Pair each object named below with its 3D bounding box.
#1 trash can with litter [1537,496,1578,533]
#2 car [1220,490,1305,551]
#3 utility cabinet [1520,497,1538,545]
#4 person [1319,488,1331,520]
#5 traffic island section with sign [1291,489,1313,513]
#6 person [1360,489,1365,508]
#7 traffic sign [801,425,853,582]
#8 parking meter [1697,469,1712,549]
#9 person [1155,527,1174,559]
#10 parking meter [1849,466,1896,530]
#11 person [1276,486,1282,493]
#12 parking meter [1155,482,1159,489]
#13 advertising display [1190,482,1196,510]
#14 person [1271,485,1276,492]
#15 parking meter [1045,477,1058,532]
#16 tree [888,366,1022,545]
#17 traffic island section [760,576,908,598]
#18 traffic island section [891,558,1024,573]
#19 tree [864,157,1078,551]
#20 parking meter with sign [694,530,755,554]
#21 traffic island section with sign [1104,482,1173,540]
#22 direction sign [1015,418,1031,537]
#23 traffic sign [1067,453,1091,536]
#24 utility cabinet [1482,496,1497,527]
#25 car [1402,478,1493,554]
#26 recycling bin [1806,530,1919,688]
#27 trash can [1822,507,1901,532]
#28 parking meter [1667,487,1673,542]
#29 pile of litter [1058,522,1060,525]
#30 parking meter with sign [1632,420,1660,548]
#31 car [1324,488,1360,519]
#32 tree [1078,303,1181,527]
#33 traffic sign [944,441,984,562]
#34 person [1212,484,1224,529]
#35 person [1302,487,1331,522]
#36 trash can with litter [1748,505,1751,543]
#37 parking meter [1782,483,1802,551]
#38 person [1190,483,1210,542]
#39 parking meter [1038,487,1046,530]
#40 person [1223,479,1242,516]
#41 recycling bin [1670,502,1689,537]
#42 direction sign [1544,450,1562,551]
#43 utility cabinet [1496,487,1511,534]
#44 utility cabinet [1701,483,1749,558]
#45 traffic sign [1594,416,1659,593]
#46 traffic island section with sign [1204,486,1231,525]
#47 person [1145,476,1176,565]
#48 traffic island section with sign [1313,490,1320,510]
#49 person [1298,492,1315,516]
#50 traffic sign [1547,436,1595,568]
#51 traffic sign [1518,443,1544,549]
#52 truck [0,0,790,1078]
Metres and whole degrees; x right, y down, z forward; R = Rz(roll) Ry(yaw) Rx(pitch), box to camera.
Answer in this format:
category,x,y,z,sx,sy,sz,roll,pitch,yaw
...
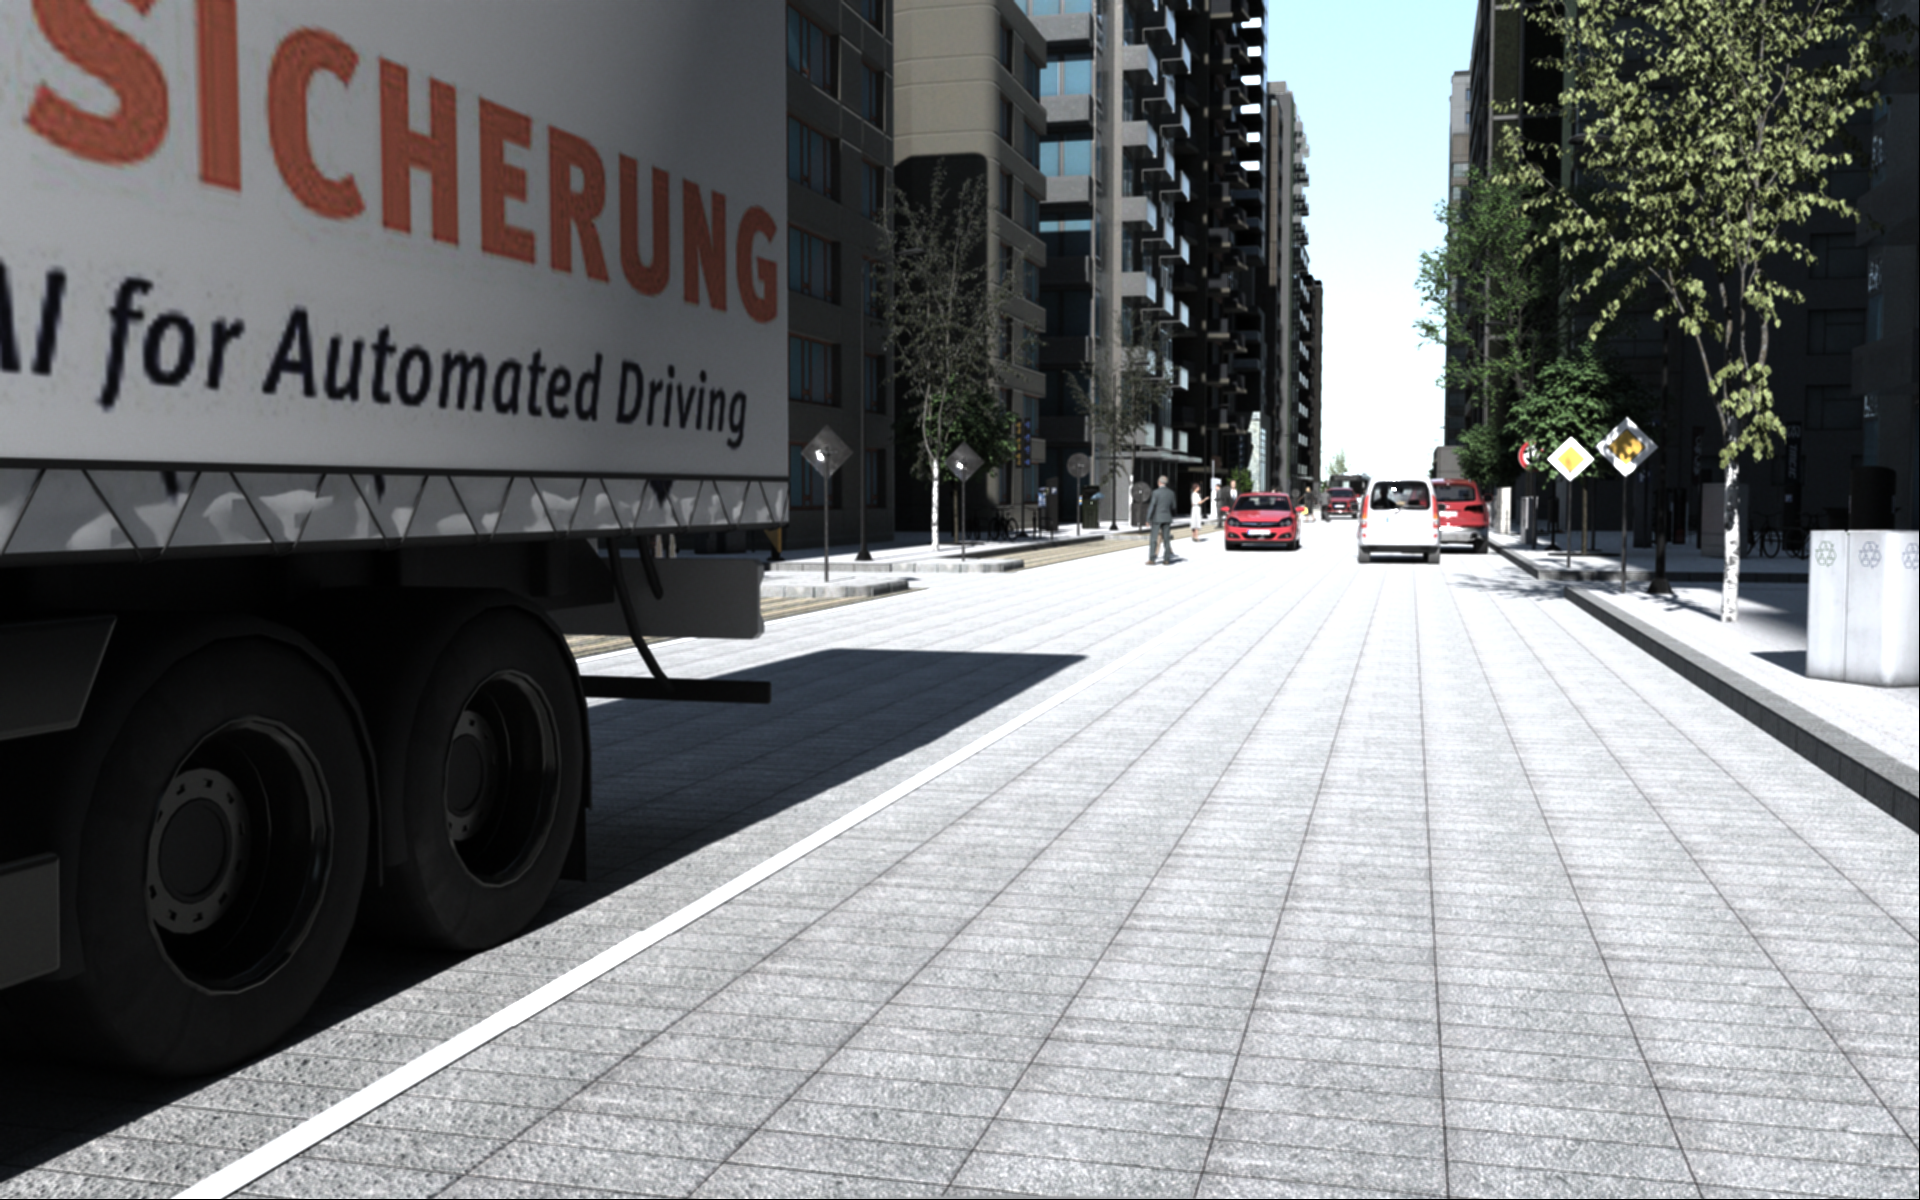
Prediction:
category,x,y,z,sx,sy,sz,roll,pitch,yaw
trash can with litter,19.497,-2.828,57.298,1.678,1.210,2.233,-1,4,-15
car,7.913,-2.209,45.149,2.155,1.783,4.494,1,4,13
utility cabinet,14.603,-2.038,44.476,0.306,1.237,1.020,1,4,11
person,19.991,-5.260,94.892,0.661,1.777,0.834,1,4,10
traffic island section with sign,25.169,-7.402,129.645,1.989,1.847,2.006,1,4,15
person,21.202,-4.961,90.610,0.512,1.701,0.522,1,4,18
traffic sign,-1.940,-1.316,25.159,0.795,2.450,0.064,1,4,15
parking meter,17.425,-2.130,40.543,0.255,1.863,0.399,1,4,16
person,4.478,-1.549,38.104,0.640,1.303,0.475,-3,5,-39
parking meter,8.335,-0.455,15.850,0.372,1.533,0.369,0,3,0
person,11.326,-3.162,61.042,0.643,1.720,0.563,3,4,38
parking meter,8.336,-4.074,72.317,0.255,1.863,0.399,3,4,36
advertising display,12.273,-5.264,91.288,0.123,1.923,0.974,0,4,-2
person,13.516,-4.019,74.389,0.511,1.800,0.466,3,5,42
parking meter,3.132,-3.266,59.110,0.399,1.863,0.255,-2,4,-27
tree,-0.135,-3.714,44.435,4.285,4.588,4.351,0,3,0
traffic island section,-1.964,-0.180,25.226,2.009,0.180,2.903,1,4,15
traffic island section,0.043,-0.653,32.956,2.009,0.180,2.903,1,4,15
tree,-0.368,-5.423,39.036,4.360,8.622,3.978,0,3,0
parking meter with sign,-5.027,-2.520,37.460,0.543,3.016,1.738,2,4,34
traffic island section with sign,5.691,-2.816,54.669,1.989,1.847,2.006,1,4,15
direction sign,1.884,-3.657,51.793,0.379,3.537,0.876,-2,4,-28
traffic sign,3.658,-3.265,53.496,0.768,2.556,0.104,1,4,19
utility cabinet,20.788,-3.461,67.747,1.020,1.237,0.306,1,4,17
car,12.077,-2.106,43.112,2.281,1.827,5.304,1,4,16
recycling bin,6.345,0.043,11.859,0.722,1.027,0.722,-1,4,-19
trash can,9.513,-0.408,18.320,0.748,1.137,0.748,0,3,0
parking meter,18.893,-2.325,46.420,0.372,1.533,0.369,0,3,0
pile of litter,3.562,-3.494,71.091,1.719,0.858,1.176,3,5,44
parking meter with sign,16.433,-2.772,41.578,0.543,3.016,1.738,1,4,19
car,22.133,-5.640,100.889,2.281,1.827,5.304,1,4,13
tree,6.388,-7.116,66.704,4.360,8.622,3.978,0,3,0
traffic sign,0.068,-1.789,32.888,0.795,2.450,0.064,1,4,15
person,10.656,-3.875,71.658,0.447,1.846,0.655,1,4,18
person,18.150,-4.865,88.260,1.509,1.804,0.699,0,4,-1
trash can with litter,20.731,-2.105,45.811,0.624,1.170,1.055,0,4,2
parking meter,18.967,-1.901,39.490,0.372,1.533,0.369,0,3,0
person,7.199,-2.635,52.146,0.524,1.755,0.480,-1,4,-16
parking meter,2.966,-3.245,61.470,0.372,1.533,0.369,0,3,0
person,7.710,-2.465,48.576,0.659,1.850,0.755,0,4,5
recycling bin,21.473,-2.420,52.114,0.722,1.027,0.722,2,4,32
direction sign,13.500,-2.895,39.330,0.379,3.537,0.876,-1,4,-11
utility cabinet,17.496,-2.882,55.799,0.318,1.500,1.173,1,4,10
utility cabinet,15.386,-1.599,34.828,0.318,1.500,1.173,0,4,-8
traffic sign,8.601,-1.148,22.410,0.795,2.450,0.064,1,4,15
traffic island section with sign,12.469,-4.412,80.761,1.989,1.847,2.006,1,4,15
person,4.041,-1.619,35.146,0.661,1.801,0.590,-2,4,-24
traffic island section with sign,31.934,-8.998,155.741,1.989,1.847,2.006,1,4,15
person,22.921,-6.478,114.425,0.705,1.824,1.348,-3,5,-44
traffic sign,10.608,-1.621,30.140,0.795,2.450,0.064,1,4,15
traffic sign,13.332,-2.450,40.158,0.768,2.556,0.104,1,4,19
truck,-3.465,-0.835,2.559,2.839,4.237,11.283,1,4,16
